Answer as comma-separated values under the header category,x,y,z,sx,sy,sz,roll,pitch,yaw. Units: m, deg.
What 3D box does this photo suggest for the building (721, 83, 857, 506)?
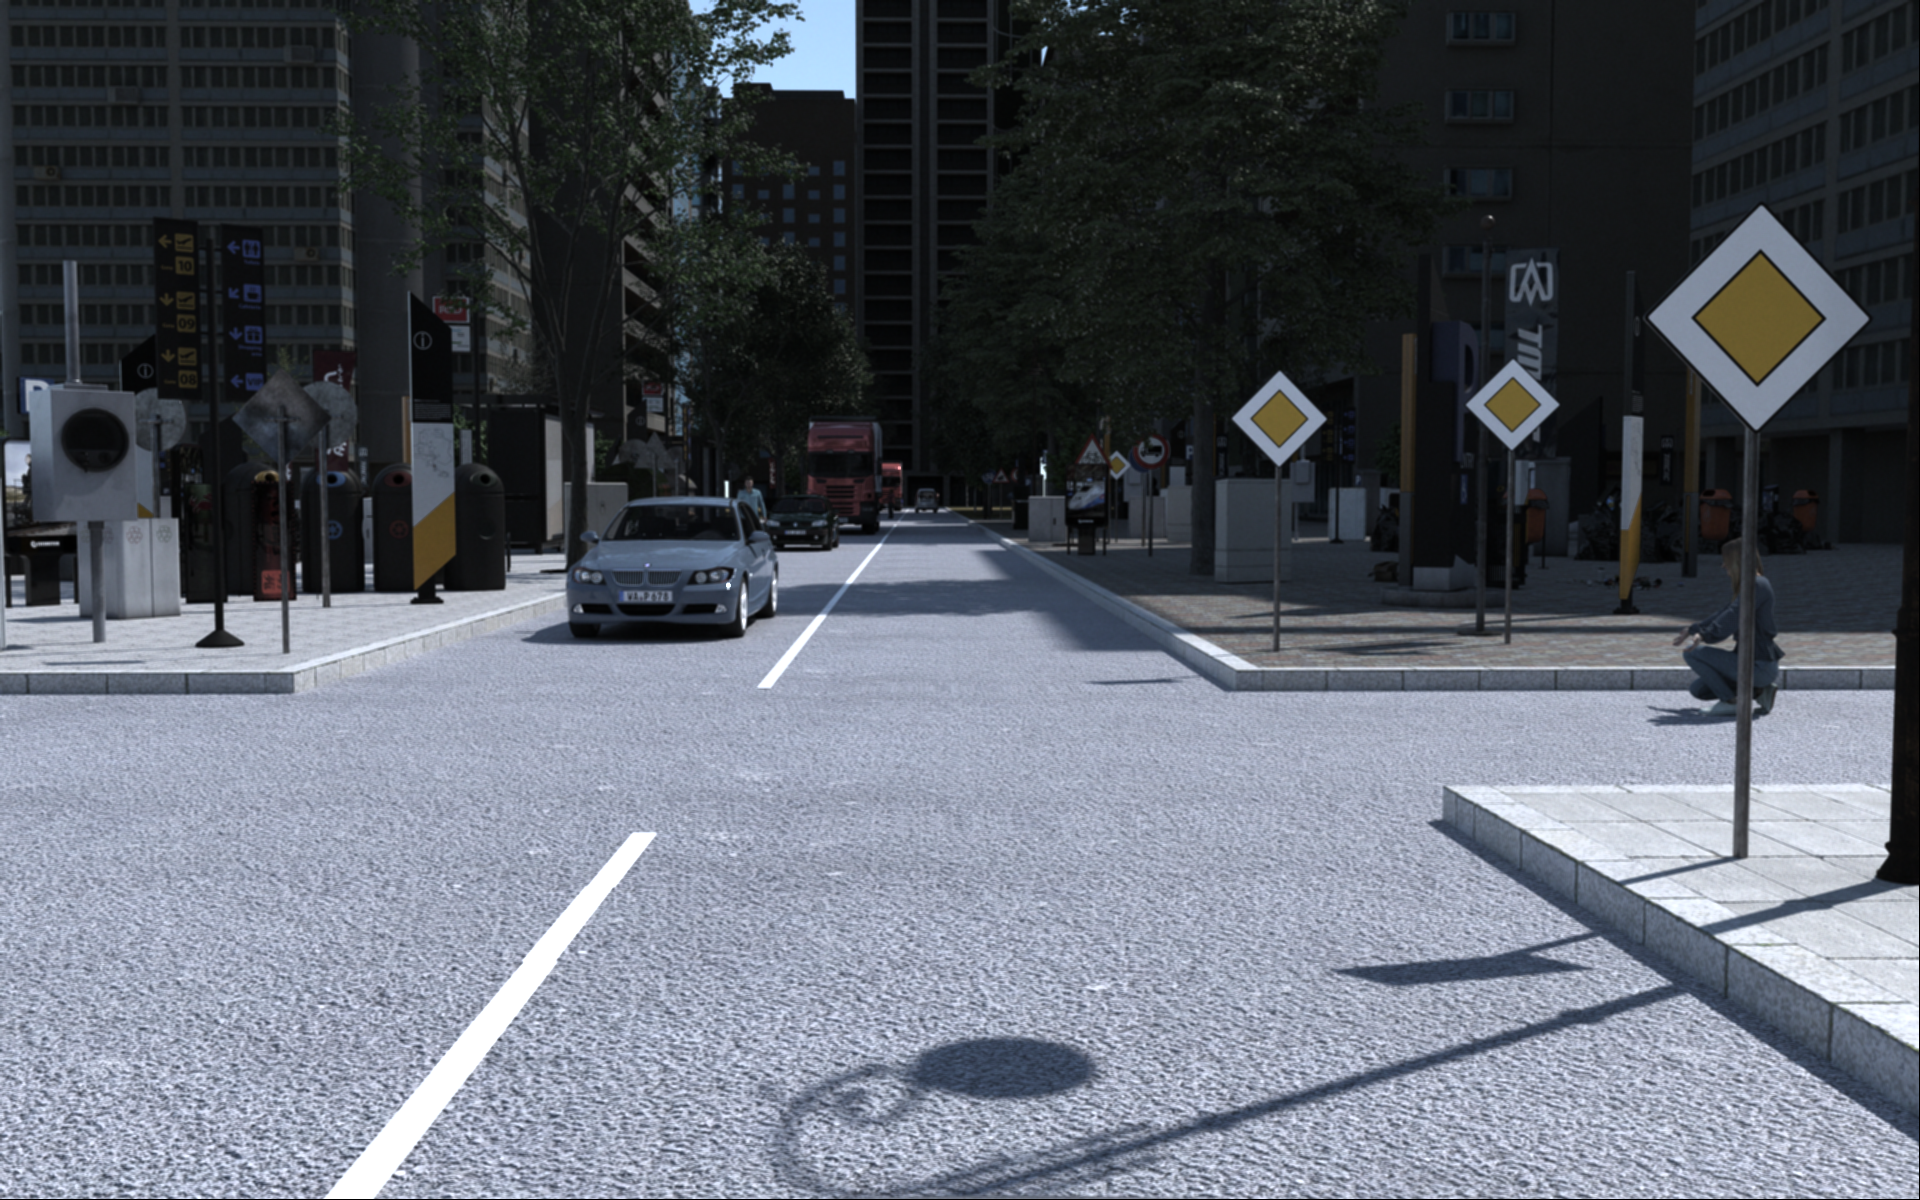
category,x,y,z,sx,sy,sz,roll,pitch,yaw
building,-18.439,-33.161,192.292,14.200,45.320,14.600,0,4,-1

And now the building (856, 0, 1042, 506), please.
category,x,y,z,sx,sy,sz,roll,pitch,yaw
building,-1.131,-46.344,195.980,20.611,71.187,20.563,0,4,-1

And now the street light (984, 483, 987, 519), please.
category,x,y,z,sx,sy,sz,roll,pitch,yaw
street light,1.292,-7.056,88.147,0.468,5.910,1.993,0,4,-1

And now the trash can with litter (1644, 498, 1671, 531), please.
category,x,y,z,sx,sy,sz,roll,pitch,yaw
trash can with litter,17.995,-2.069,45.223,1.055,1.170,0.624,-1,4,-11

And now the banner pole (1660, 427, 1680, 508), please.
category,x,y,z,sx,sy,sz,roll,pitch,yaw
banner pole,26.529,-4.564,64.636,0.863,3.779,0.401,0,4,6

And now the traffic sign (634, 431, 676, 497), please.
category,x,y,z,sx,sy,sz,roll,pitch,yaw
traffic sign,-6.301,-2.189,35.786,0.884,2.594,0.081,0,3,0

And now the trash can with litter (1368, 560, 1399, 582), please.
category,x,y,z,sx,sy,sz,roll,pitch,yaw
trash can with litter,6.469,-0.843,25.169,1.055,1.170,0.624,2,4,29

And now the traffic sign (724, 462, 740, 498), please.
category,x,y,z,sx,sy,sz,roll,pitch,yaw
traffic sign,-9.179,-4.233,69.312,0.768,2.556,0.104,0,4,1

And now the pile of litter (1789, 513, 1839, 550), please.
category,x,y,z,sx,sy,sz,roll,pitch,yaw
pile of litter,19.488,-1.607,40.246,1.176,0.858,1.719,-2,4,-27

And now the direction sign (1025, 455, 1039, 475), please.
category,x,y,z,sx,sy,sz,roll,pitch,yaw
direction sign,3.422,-5.552,82.764,0.876,3.537,0.379,-2,4,-32

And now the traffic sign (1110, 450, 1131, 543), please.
category,x,y,z,sx,sy,sz,roll,pitch,yaw
traffic sign,4.111,-2.711,45.509,0.795,2.450,0.064,0,4,6

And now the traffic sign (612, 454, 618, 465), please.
category,x,y,z,sx,sy,sz,roll,pitch,yaw
traffic sign,-9.412,-2.948,48.205,0.884,2.594,0.081,0,4,8

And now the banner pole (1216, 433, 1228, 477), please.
category,x,y,z,sx,sy,sz,roll,pitch,yaw
banner pole,9.334,-4.446,62.711,0.863,3.779,0.401,-1,4,-23

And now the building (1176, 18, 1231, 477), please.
category,x,y,z,sx,sy,sz,roll,pitch,yaw
building,22.495,-28.469,115.576,14.600,45.320,14.200,0,4,-1

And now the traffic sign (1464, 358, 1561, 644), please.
category,x,y,z,sx,sy,sz,roll,pitch,yaw
traffic sign,4.686,-0.830,14.759,0.795,2.450,0.064,0,4,8

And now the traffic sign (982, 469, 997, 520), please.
category,x,y,z,sx,sy,sz,roll,pitch,yaw
traffic sign,1.484,-5.315,87.008,0.768,2.556,0.104,0,4,2

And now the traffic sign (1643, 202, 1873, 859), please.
category,x,y,z,sx,sy,sz,roll,pitch,yaw
traffic sign,2.754,-0.147,6.054,0.795,2.450,0.064,0,4,-1

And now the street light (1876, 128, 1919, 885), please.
category,x,y,z,sx,sy,sz,roll,pitch,yaw
street light,3.153,-2.006,5.589,0.468,5.910,1.993,0,4,-1

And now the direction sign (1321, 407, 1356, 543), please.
category,x,y,z,sx,sy,sz,roll,pitch,yaw
direction sign,9.819,-3.244,45.031,0.876,3.537,0.379,0,4,7

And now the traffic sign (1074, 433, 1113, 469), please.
category,x,y,z,sx,sy,sz,roll,pitch,yaw
traffic sign,2.823,-2.264,37.026,0.884,2.594,0.081,0,4,4

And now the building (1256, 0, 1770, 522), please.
category,x,y,z,sx,sy,sz,roll,pitch,yaw
building,26.236,-27.802,78.261,21.300,48.544,21.600,0,4,-1

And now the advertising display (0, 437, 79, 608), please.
category,x,y,z,sx,sy,sz,roll,pitch,yaw
advertising display,-10.539,-0.895,19.852,0.123,1.923,0.974,2,4,27

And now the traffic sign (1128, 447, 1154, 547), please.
category,x,y,z,sx,sy,sz,roll,pitch,yaw
traffic sign,4.478,-2.574,42.189,0.768,2.556,0.104,0,4,2

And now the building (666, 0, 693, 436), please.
category,x,y,z,sx,sy,sz,roll,pitch,yaw
building,-30.163,-30.145,142.988,14.200,45.320,14.600,0,4,-1

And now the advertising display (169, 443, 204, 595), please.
category,x,y,z,sx,sy,sz,roll,pitch,yaw
advertising display,-9.942,-1.046,22.322,0.123,1.923,0.974,0,4,-7

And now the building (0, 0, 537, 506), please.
category,x,y,z,sx,sy,sz,roll,pitch,yaw
building,-38.468,-24.950,99.813,32.217,40.220,23.993,0,4,-1

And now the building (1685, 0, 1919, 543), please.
category,x,y,z,sx,sy,sz,roll,pitch,yaw
building,34.119,-21.452,42.627,23.993,40.220,32.217,0,4,-1

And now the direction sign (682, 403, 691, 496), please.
category,x,y,z,sx,sy,sz,roll,pitch,yaw
direction sign,-6.860,-3.152,43.525,0.379,3.537,0.876,0,4,2

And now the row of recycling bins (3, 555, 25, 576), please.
category,x,y,z,sx,sy,sz,roll,pitch,yaw
row of recycling bins,-15.264,-1.166,26.180,1.069,1.692,3.534,0,4,0

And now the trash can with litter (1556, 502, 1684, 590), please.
category,x,y,z,sx,sy,sz,roll,pitch,yaw
trash can with litter,9.237,-0.805,24.214,1.678,1.210,2.233,1,4,18

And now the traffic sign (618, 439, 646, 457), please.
category,x,y,z,sx,sy,sz,roll,pitch,yaw
traffic sign,-7.525,-2.444,40.069,0.768,2.556,0.104,0,4,2

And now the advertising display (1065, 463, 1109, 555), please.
category,x,y,z,sx,sy,sz,roll,pitch,yaw
advertising display,2.663,-1.907,36.390,0.974,1.923,0.123,2,4,32

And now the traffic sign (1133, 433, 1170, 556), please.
category,x,y,z,sx,sy,sz,roll,pitch,yaw
traffic sign,3.931,-2.175,35.675,0.768,2.556,0.104,0,4,1

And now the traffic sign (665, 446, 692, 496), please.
category,x,y,z,sx,sy,sz,roll,pitch,yaw
traffic sign,-7.547,-2.823,46.254,0.768,2.556,0.104,0,4,1

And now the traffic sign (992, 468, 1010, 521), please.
category,x,y,z,sx,sy,sz,roll,pitch,yaw
traffic sign,1.973,-5.076,83.001,0.884,2.594,0.081,0,4,7

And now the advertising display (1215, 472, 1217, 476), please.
category,x,y,z,sx,sy,sz,roll,pitch,yaw
advertising display,7.190,-2.733,49.896,0.123,1.923,0.974,2,4,27

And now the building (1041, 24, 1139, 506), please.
category,x,y,z,sx,sy,sz,roll,pitch,yaw
building,23.040,-37.376,200.343,27.495,52.752,28.713,0,4,-1

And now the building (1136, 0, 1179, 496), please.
category,x,y,z,sx,sy,sz,roll,pitch,yaw
building,24.633,-36.380,136.819,21.231,58.520,28.212,0,4,-1

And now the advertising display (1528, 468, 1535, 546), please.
category,x,y,z,sx,sy,sz,roll,pitch,yaw
advertising display,14.511,-2.313,43.038,0.974,1.923,0.123,-1,4,-15

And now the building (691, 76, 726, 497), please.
category,x,y,z,sx,sy,sz,roll,pitch,yaw
building,-41.095,-35.354,197.640,30.456,49.044,23.786,0,4,-1

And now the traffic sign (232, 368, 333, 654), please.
category,x,y,z,sx,sy,sz,roll,pitch,yaw
traffic sign,-5.420,-0.626,13.877,0.795,2.450,0.064,0,4,-1

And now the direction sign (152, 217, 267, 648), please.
category,x,y,z,sx,sy,sz,roll,pitch,yaw
direction sign,-6.246,-1.377,14.511,0.876,3.537,0.379,-3,5,-40

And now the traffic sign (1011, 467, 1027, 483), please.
category,x,y,z,sx,sy,sz,roll,pitch,yaw
traffic sign,2.731,-4.891,80.067,0.768,2.556,0.104,0,4,7

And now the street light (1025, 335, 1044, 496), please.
category,x,y,z,sx,sy,sz,roll,pitch,yaw
street light,2.175,-4.759,50.591,0.468,5.910,1.993,0,4,-1

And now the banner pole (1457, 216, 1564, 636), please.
category,x,y,z,sx,sy,sz,roll,pitch,yaw
banner pole,4.955,-1.564,15.589,0.863,3.779,0.401,2,4,25

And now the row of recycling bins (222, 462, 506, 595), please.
category,x,y,z,sx,sy,sz,roll,pitch,yaw
row of recycling bins,-7.828,-0.960,22.809,3.534,1.692,1.069,-1,4,-19

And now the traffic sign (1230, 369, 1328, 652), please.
category,x,y,z,sx,sy,sz,roll,pitch,yaw
traffic sign,2.573,-0.636,14.037,0.795,2.450,0.064,0,4,-1

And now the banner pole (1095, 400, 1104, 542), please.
category,x,y,z,sx,sy,sz,roll,pitch,yaw
banner pole,3.730,-3.434,46.165,0.401,3.779,0.863,1,4,19

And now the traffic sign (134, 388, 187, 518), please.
category,x,y,z,sx,sy,sz,roll,pitch,yaw
traffic sign,-9.642,-1.264,20.770,0.768,2.556,0.104,0,4,5

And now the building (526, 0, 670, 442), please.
category,x,y,z,sx,sy,sz,roll,pitch,yaw
building,-32.900,-30.513,122.588,21.300,48.544,21.600,0,4,-1

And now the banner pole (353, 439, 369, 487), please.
category,x,y,z,sx,sy,sz,roll,pitch,yaw
banner pole,-27.100,-5.399,78.292,0.863,3.779,0.401,0,4,8

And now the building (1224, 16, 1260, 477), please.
category,x,y,z,sx,sy,sz,roll,pitch,yaw
building,22.528,-20.196,101.899,14.160,30.474,14.107,0,4,-1
